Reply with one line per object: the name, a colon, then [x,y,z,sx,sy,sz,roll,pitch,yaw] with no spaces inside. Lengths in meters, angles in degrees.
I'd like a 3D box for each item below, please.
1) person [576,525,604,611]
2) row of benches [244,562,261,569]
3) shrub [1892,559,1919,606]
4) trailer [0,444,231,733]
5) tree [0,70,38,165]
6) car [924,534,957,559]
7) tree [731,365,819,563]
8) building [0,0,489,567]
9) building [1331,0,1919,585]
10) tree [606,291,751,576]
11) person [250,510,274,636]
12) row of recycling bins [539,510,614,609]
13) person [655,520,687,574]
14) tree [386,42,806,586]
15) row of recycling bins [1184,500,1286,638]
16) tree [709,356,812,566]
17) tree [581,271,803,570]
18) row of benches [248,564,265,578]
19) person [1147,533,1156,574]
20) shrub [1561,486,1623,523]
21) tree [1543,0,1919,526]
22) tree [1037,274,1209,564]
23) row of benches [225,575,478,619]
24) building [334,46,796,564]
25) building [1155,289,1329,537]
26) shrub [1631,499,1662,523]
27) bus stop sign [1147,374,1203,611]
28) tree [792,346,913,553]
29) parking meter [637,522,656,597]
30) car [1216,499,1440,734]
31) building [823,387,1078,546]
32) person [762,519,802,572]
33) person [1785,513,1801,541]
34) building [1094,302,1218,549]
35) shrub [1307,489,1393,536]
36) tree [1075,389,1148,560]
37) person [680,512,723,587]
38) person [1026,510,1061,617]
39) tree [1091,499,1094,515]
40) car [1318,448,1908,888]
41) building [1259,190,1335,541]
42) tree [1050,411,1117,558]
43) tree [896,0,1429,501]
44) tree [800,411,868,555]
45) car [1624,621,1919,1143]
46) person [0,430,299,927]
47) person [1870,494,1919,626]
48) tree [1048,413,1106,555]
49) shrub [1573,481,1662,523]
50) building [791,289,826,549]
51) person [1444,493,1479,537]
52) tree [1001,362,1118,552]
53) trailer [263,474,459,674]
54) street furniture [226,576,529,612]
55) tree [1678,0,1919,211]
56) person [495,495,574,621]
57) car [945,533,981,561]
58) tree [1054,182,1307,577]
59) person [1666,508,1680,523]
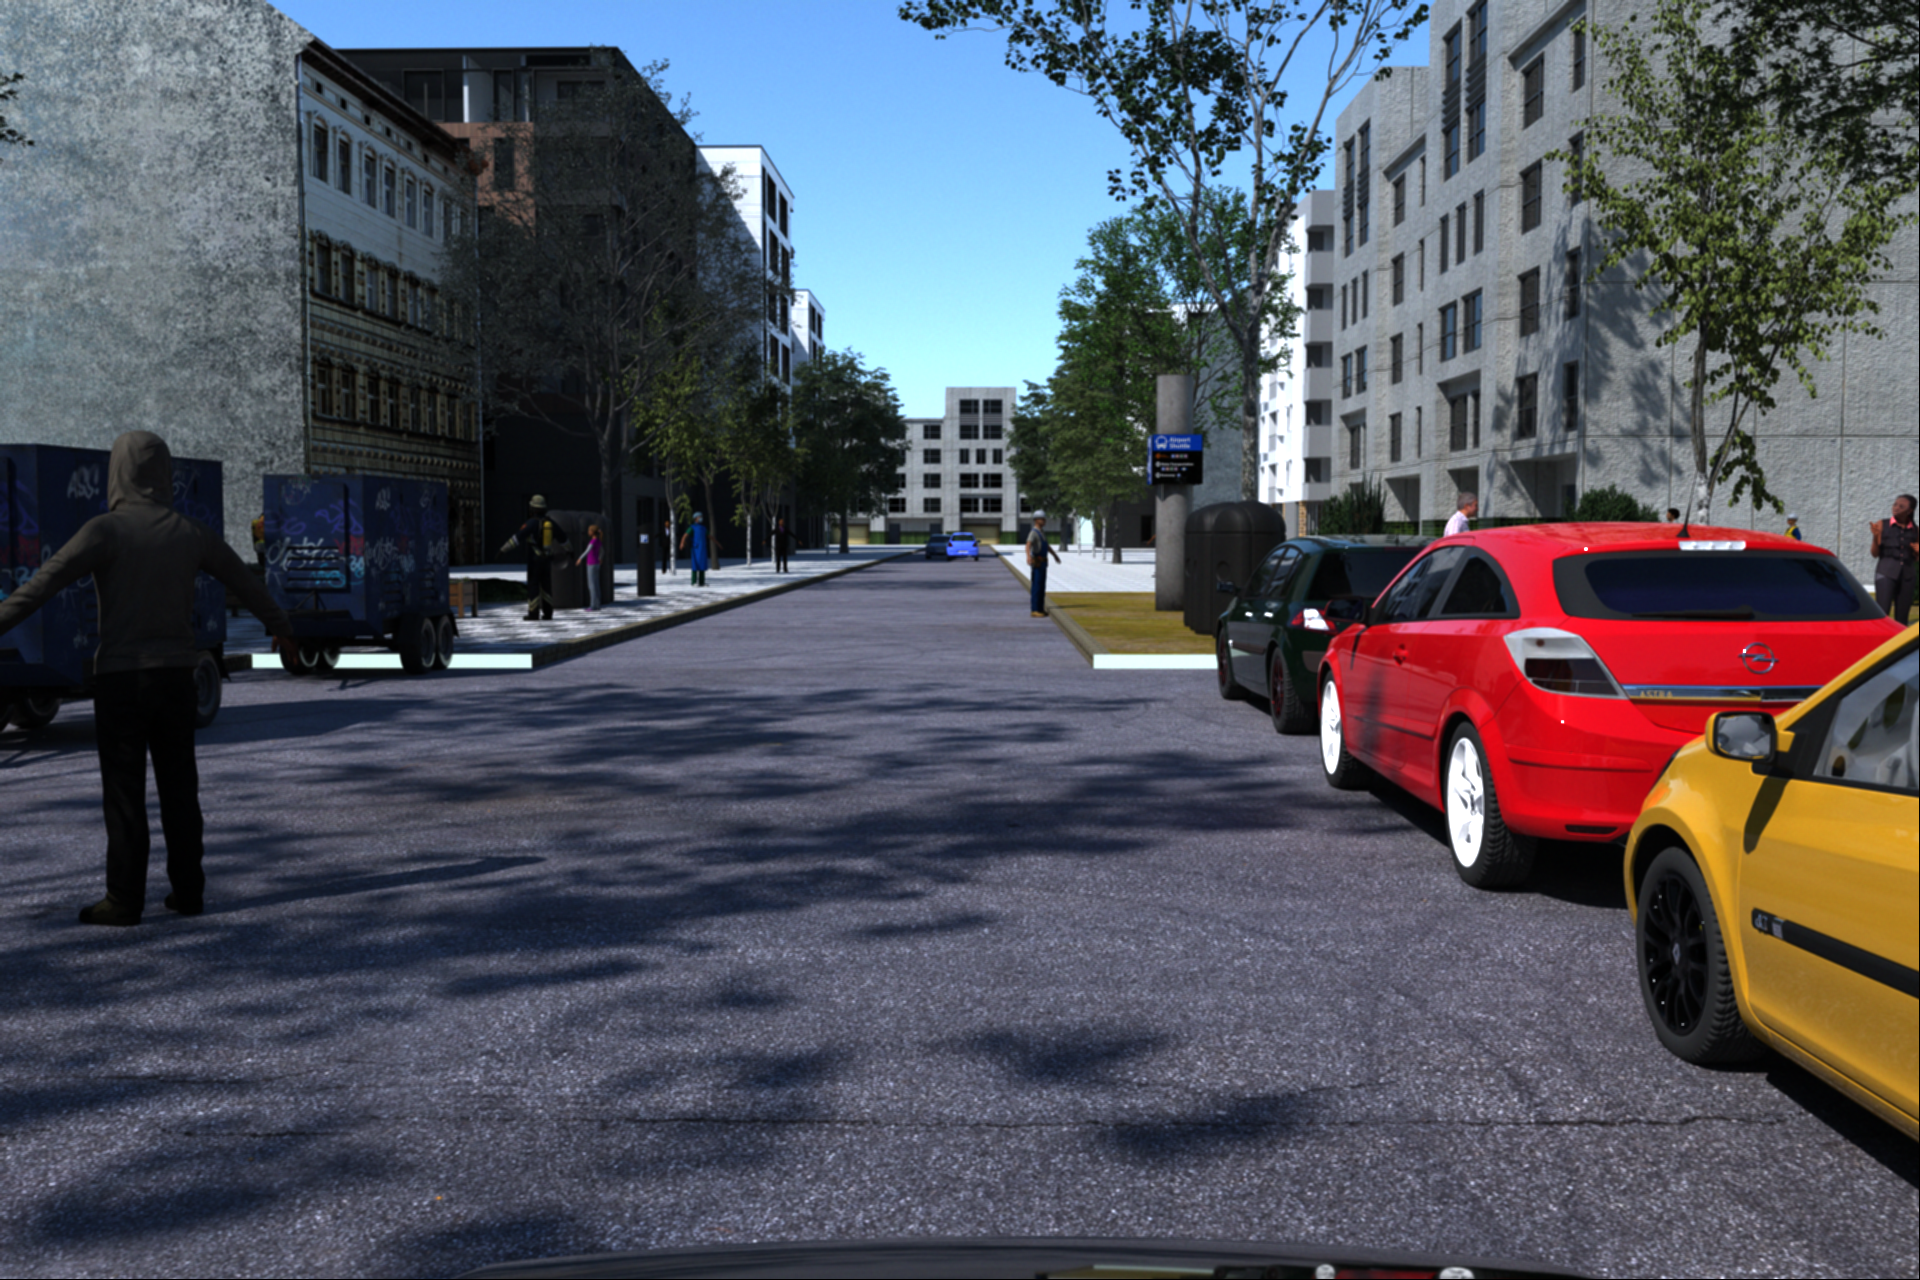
person: [-6.150,-1.196,28.816,0.599,1.433,0.991,1,4,10]
row of benches: [-14.119,-1.393,38.232,4.104,0.672,1.422,0,4,8]
shrub: [17.059,-1.221,31.073,1.383,1.207,1.383,0,3,0]
trailer: [-6.294,-0.286,11.727,1.471,1.999,3.904,0,4,1]
tree: [-12.376,-4.882,14.240,8.767,10.594,7.601,-3,4,-37]
car: [-1.078,-5.400,100.289,2.014,1.417,4.499,0,4,1]
tree: [-8.193,-7.664,75.662,4.360,8.622,3.978,0,3,0]
building: [-29.113,-14.131,61.975,19.493,23.208,18.063,0,4,1]
building: [24.116,-11.743,58.454,16.747,18.905,31.486,0,4,1]
tree: [-8.643,-6.304,53.429,4.737,8.622,4.395,0,3,0]
person: [-8.610,-0.985,21.870,0.705,1.858,1.354,0,4,1]
row of recycling bins: [-6.890,-1.470,31.143,1.069,1.692,3.534,0,3,0]
person: [-9.398,-2.995,55.685,1.216,1.740,0.721,0,4,-5]
tree: [-8.743,-8.108,42.930,12.009,13.543,11.850,0,3,0]
row of recycling bins: [3.510,-0.950,22.650,1.069,1.692,3.534,0,3,0]
tree: [-8.370,-7.314,69.945,4.737,8.622,4.395,0,3,0]
tree: [-9.013,-7.784,61.673,7.601,10.594,8.767,2,4,26]
row of benches: [-15.612,-1.273,36.270,4.104,0.672,1.422,1,4,18]
person: [6.428,-3.008,55.328,0.704,1.843,1.345,-2,4,-28]
shrub: [10.385,-1.488,28.378,1.661,2.075,1.752,0,3,0]
tree: [9.315,-4.316,20.929,4.737,8.622,4.395,0,3,0]
tree: [7.044,-9.534,74.010,7.486,12.596,7.792,0,3,0]
row of benches: [-9.536,-0.685,26.660,4.104,0.672,1.422,0,4,5]
building: [-24.420,-15.022,89.584,27.936,21.610,32.646,0,4,2]
building: [26.379,-19.051,142.409,19.493,23.208,18.063,0,4,1]
shrub: [12.368,-1.689,32.033,1.690,2.028,1.600,0,3,0]
bus stop sign: [3.581,-2.440,28.917,0.837,3.901,0.837,0,4,1]
tree: [-7.834,-12.789,115.752,9.857,13.997,8.962,0,3,0]
parking meter: [-6.465,-1.667,35.672,0.372,1.533,0.369,0,3,0]
car: [3.120,-0.245,13.799,2.009,1.686,4.222,0,4,0]
building: [-1.836,-21.148,214.687,31.486,18.905,16.747,0,4,-1]
person: [-5.974,-3.172,58.091,1.346,1.802,0.704,-1,4,-14]
person: [19.554,-2.108,40.934,0.721,1.772,1.216,0,4,4]
building: [26.827,-19.882,169.038,27.936,21.610,32.646,0,4,0]
shrub: [6.300,-1.467,28.407,1.690,2.028,1.600,0,3,0]
tree: [6.842,-8.210,84.597,4.360,8.622,3.978,0,3,0]
person: [-6.334,-2.201,42.106,0.704,1.817,1.347,3,5,39]
person: [1.395,-1.327,30.002,0.705,1.847,1.347,2,4,25]
tree: [18.156,-15.852,209.538,4.360,8.622,3.978,0,3,0]
car: [2.957,0.034,8.484,2.155,1.783,4.494,0,4,1]
building: [22.022,-14.684,96.498,16.016,20.090,11.380,0,4,1]
tree: [7.426,-8.780,93.921,4.360,8.622,3.978,0,3,0]
tree: [5.397,-11.255,39.914,12.611,20.169,13.585,0,3,0]
tree: [-7.713,-9.393,103.936,4.737,8.622,4.395,0,3,0]
car: [2.770,0.409,3.534,2.015,1.641,3.980,0,4,1]
person: [-3.044,0.131,6.448,0.705,1.813,1.348,3,4,38]
person: [8.520,-0.506,15.779,0.593,1.643,0.415,-3,4,-38]
tree: [7.240,-9.422,104.405,4.737,8.622,4.395,0,3,0]
shrub: [9.696,-1.342,25.986,1.661,2.075,1.752,0,3,0]
building: [-26.593,-18.285,142.931,27.936,21.610,32.646,0,4,1]
person: [5.228,-0.670,17.935,0.436,1.711,0.756,2,4,28]
tree: [7.434,-13.328,124.575,9.857,13.997,8.962,0,3,0]
trailer: [-6.157,-0.626,17.280,1.471,1.999,3.904,0,4,0]
street furniture: [-13.015,-0.954,31.225,10.072,0.657,5.734,0,4,-2]
tree: [8.740,-4.728,11.716,7.601,10.594,8.767,-3,5,-43]
person: [-6.274,-1.222,25.767,0.705,1.856,1.354,3,5,42]
car: [0.157,-5.073,92.528,1.945,1.707,3.694,0,4,0]
tree: [6.457,-7.674,51.225,9.928,11.665,9.643,0,3,0]
person: [14.478,-1.779,35.279,0.705,1.806,1.347,1,4,16]
